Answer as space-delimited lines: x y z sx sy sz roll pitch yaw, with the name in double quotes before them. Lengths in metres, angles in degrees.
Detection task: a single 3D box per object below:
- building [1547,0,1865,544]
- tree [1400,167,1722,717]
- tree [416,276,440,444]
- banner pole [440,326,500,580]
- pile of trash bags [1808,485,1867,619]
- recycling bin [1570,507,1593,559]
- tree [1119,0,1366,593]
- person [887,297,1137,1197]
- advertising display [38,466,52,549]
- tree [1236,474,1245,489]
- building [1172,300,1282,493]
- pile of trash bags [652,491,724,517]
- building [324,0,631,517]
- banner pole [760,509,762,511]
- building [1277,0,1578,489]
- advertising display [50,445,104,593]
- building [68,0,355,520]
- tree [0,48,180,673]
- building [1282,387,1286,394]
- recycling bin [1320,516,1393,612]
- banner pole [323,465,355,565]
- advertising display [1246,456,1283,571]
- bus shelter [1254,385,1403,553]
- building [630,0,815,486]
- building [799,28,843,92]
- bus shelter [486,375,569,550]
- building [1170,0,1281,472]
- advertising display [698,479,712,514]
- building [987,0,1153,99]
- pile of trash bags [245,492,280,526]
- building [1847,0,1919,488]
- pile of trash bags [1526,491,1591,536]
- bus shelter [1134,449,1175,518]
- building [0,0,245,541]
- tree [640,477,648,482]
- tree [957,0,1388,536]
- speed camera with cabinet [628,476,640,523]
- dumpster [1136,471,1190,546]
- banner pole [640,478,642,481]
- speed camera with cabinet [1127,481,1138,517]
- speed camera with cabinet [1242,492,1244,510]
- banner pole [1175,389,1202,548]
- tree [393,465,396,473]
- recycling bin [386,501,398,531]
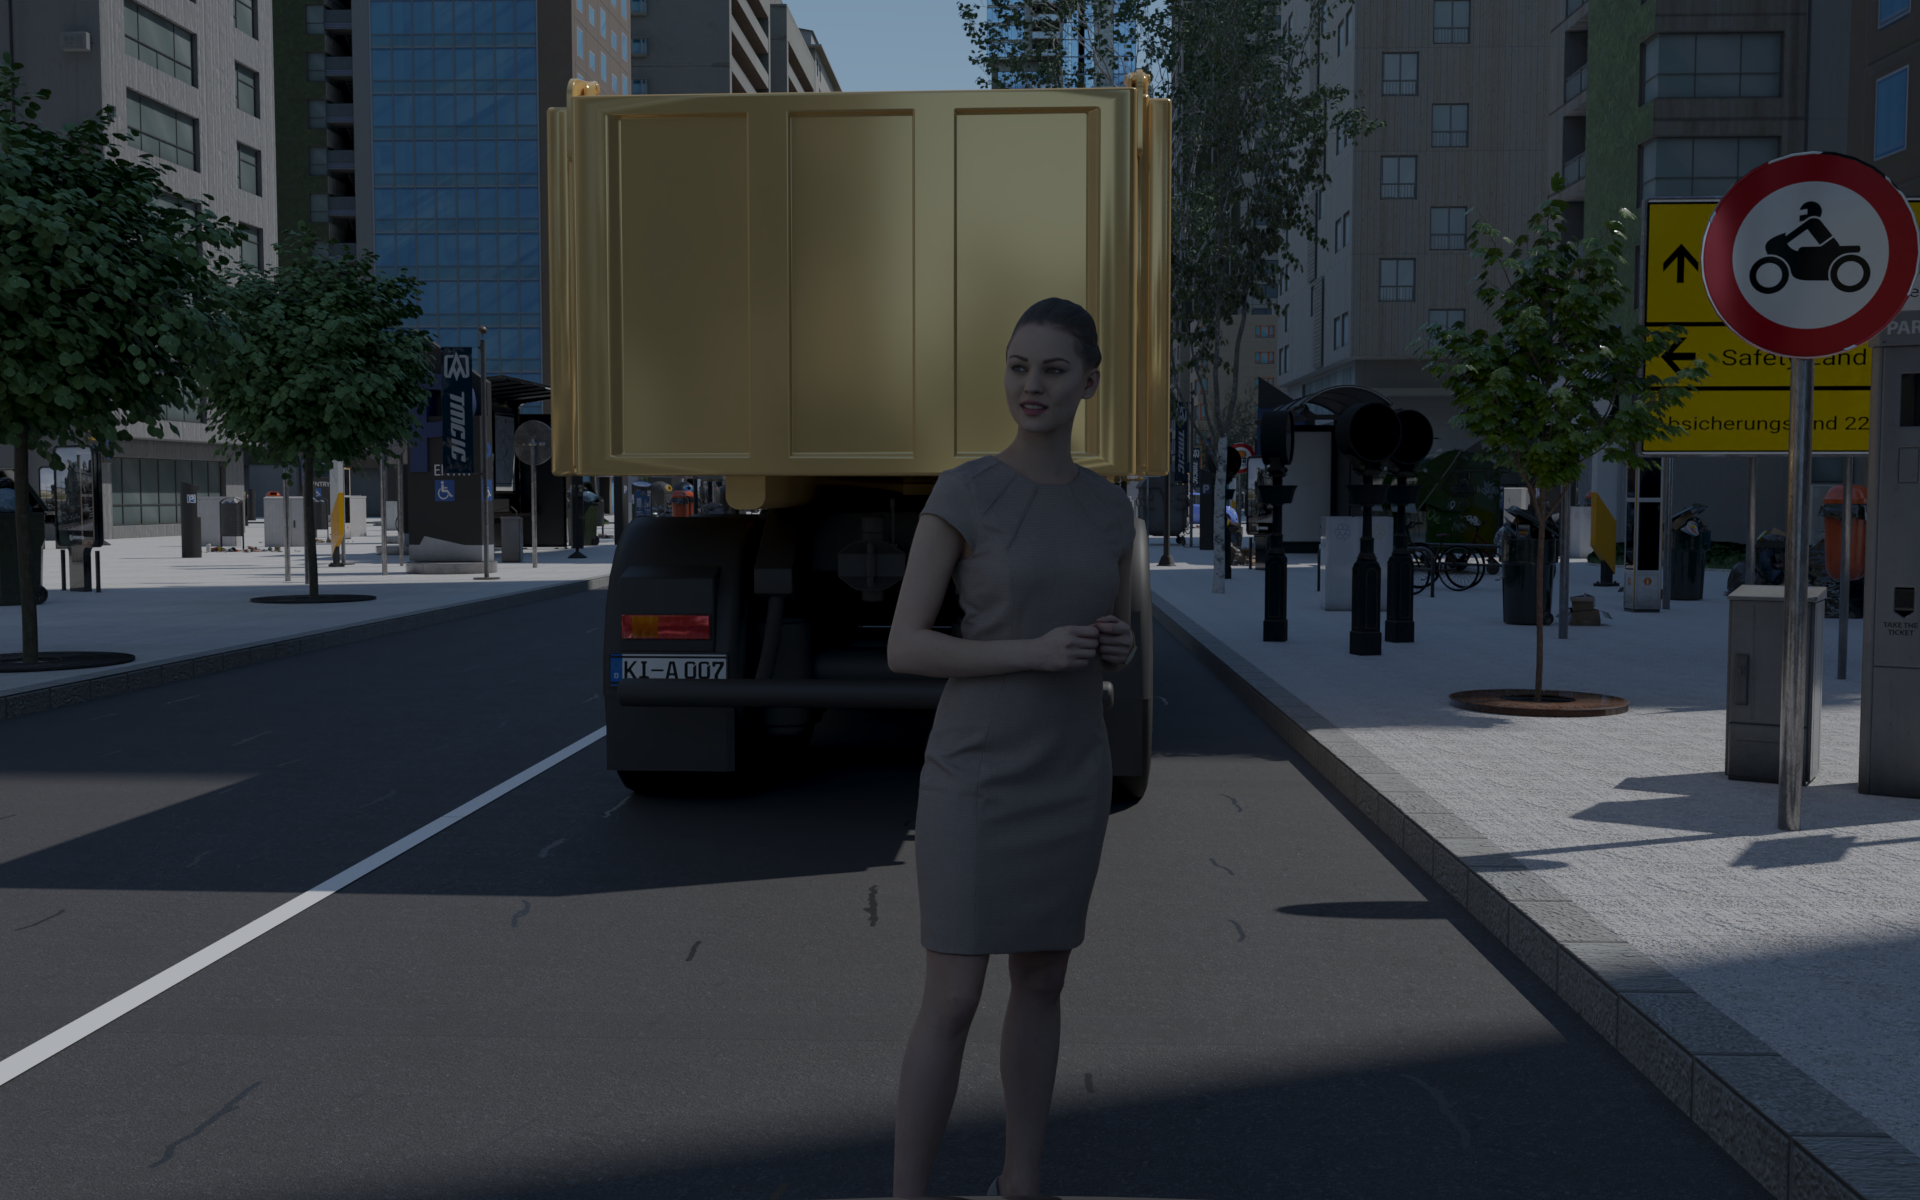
"building" 24.291 -22.319 48.510 14.154 41.232 14.086 0 4 2
"tree" 3.615 -0.961 10.308 1.663 3.219 1.824 0 3 0
"tree" -7.800 -2.274 20.886 4.285 4.588 4.351 0 3 0
"banner pole" -7.345 -2.195 25.913 0.863 3.779 0.401 0 4 -2
"pile of trash bags" 9.541 -0.496 17.859 1.912 1.369 3.447 3 5 40
"recycling bin" 12.582 -1.359 34.771 0.722 1.027 0.722 -1 4 -14
"tree" 3.242 -4.405 22.379 4.360 8.622 3.978 0 3 0
"person" 0.108 0.351 3.098 0.599 1.781 0.374 -2 4 -27
"advertising display" -20.879 -2.147 40.313 0.974 1.923 0.123 -2 4 -28
"tree" 22.973 -9.198 134.094 4.285 4.588 4.351 0 3 0
"building" 37.352 -20.562 181.223 27.650 21.520 28.899 0 4 2
"pile of trash bags" -7.212 -2.208 45.850 1.912 1.369 3.447 0 4 -2
"building" -27.543 -27.566 100.809 14.600 45.320 14.200 0 4 2
"banner pole" -8.030 -4.775 68.086 0.863 3.779 0.401 1 4 19
"building" 34.304 -31.514 104.494 27.495 52.752 28.713 0 4 2
"advertising display" -11.577 -1.073 22.752 0.974 1.923 0.123 2 4 35
"building" -40.938 -20.172 101.519 14.107 30.474 14.160 0 4 2
"tree" -7.091 -1.792 13.014 4.285 4.588 4.351 0 3 0
"building" 32.148 -29.294 129.064 14.600 45.320 14.200 0 4 2
"recycling bin" 4.401 -0.409 19.249 0.722 1.027 0.722 0 4 7
"banner pole" -11.395 -2.533 31.425 0.863 3.779 0.401 2 4 27
"advertising display" 5.101 -1.459 29.068 0.123 1.923 0.974 -1 4 -21
"bus shelter" 7.280 -2.505 34.876 2.014 3.302 5.546 0 4 2
"building" -25.748 -33.218 166.821 21.300 48.544 21.600 0 4 2
"building" -28.194 -37.569 203.487 27.495 52.752 28.713 0 4 2
"bus shelter" -9.753 -2.812 37.265 1.731 3.624 6.357 0 4 2
"building" 33.734 -46.889 204.894 20.563 71.187 20.611 0 4 2
"advertising display" -7.231 -2.673 48.914 0.123 1.923 0.974 -2 4 -30
"building" 15.801 -58.012 261.170 31.000 86.520 22.319 0 4 2
"pile of trash bags" -29.096 -3.660 69.593 3.447 1.369 1.912 -2 4 -27
"building" 24.301 -23.007 26.269 14.600 45.320 14.200 0 4 2
"pile of trash bags" 14.001 -1.834 39.746 1.912 1.369 3.447 3 5 42
"bus shelter" 7.478 -4.652 69.988 2.014 3.302 5.546 0 4 2
"building" -29.854 -17.250 53.740 14.107 30.474 14.160 0 4 2
"tree" -15.914 -5.857 90.362 1.663 3.219 1.824 0 3 0
"tree" 7.054 -12.014 52.311 12.611 20.169 13.585 0 3 0
"speed camera with cabinet" -9.097 -3.235 47.233 0.660 3.252 2.038 -1 4 -13
"dumpster" 5.120 -2.321 43.710 1.264 1.857 1.865 0 4 2
"banner pole" -18.996 -6.840 101.859 0.863 3.779 0.401 -1 4 -21
"speed camera with cabinet" 6.271 -4.334 65.196 0.660 3.252 2.038 0 4 -6
"speed camera with cabinet" 23.599 -9.058 142.438 2.038 3.252 0.660 0 4 6
"banner pole" 5.387 -3.141 41.371 0.863 3.779 0.401 -3 5 -42
"tree" -16.694 -3.586 53.235 1.663 3.219 1.824 0 3 0
"recycling bin" -19.750 -2.958 60.913 0.722 1.027 0.722 0 4 8
